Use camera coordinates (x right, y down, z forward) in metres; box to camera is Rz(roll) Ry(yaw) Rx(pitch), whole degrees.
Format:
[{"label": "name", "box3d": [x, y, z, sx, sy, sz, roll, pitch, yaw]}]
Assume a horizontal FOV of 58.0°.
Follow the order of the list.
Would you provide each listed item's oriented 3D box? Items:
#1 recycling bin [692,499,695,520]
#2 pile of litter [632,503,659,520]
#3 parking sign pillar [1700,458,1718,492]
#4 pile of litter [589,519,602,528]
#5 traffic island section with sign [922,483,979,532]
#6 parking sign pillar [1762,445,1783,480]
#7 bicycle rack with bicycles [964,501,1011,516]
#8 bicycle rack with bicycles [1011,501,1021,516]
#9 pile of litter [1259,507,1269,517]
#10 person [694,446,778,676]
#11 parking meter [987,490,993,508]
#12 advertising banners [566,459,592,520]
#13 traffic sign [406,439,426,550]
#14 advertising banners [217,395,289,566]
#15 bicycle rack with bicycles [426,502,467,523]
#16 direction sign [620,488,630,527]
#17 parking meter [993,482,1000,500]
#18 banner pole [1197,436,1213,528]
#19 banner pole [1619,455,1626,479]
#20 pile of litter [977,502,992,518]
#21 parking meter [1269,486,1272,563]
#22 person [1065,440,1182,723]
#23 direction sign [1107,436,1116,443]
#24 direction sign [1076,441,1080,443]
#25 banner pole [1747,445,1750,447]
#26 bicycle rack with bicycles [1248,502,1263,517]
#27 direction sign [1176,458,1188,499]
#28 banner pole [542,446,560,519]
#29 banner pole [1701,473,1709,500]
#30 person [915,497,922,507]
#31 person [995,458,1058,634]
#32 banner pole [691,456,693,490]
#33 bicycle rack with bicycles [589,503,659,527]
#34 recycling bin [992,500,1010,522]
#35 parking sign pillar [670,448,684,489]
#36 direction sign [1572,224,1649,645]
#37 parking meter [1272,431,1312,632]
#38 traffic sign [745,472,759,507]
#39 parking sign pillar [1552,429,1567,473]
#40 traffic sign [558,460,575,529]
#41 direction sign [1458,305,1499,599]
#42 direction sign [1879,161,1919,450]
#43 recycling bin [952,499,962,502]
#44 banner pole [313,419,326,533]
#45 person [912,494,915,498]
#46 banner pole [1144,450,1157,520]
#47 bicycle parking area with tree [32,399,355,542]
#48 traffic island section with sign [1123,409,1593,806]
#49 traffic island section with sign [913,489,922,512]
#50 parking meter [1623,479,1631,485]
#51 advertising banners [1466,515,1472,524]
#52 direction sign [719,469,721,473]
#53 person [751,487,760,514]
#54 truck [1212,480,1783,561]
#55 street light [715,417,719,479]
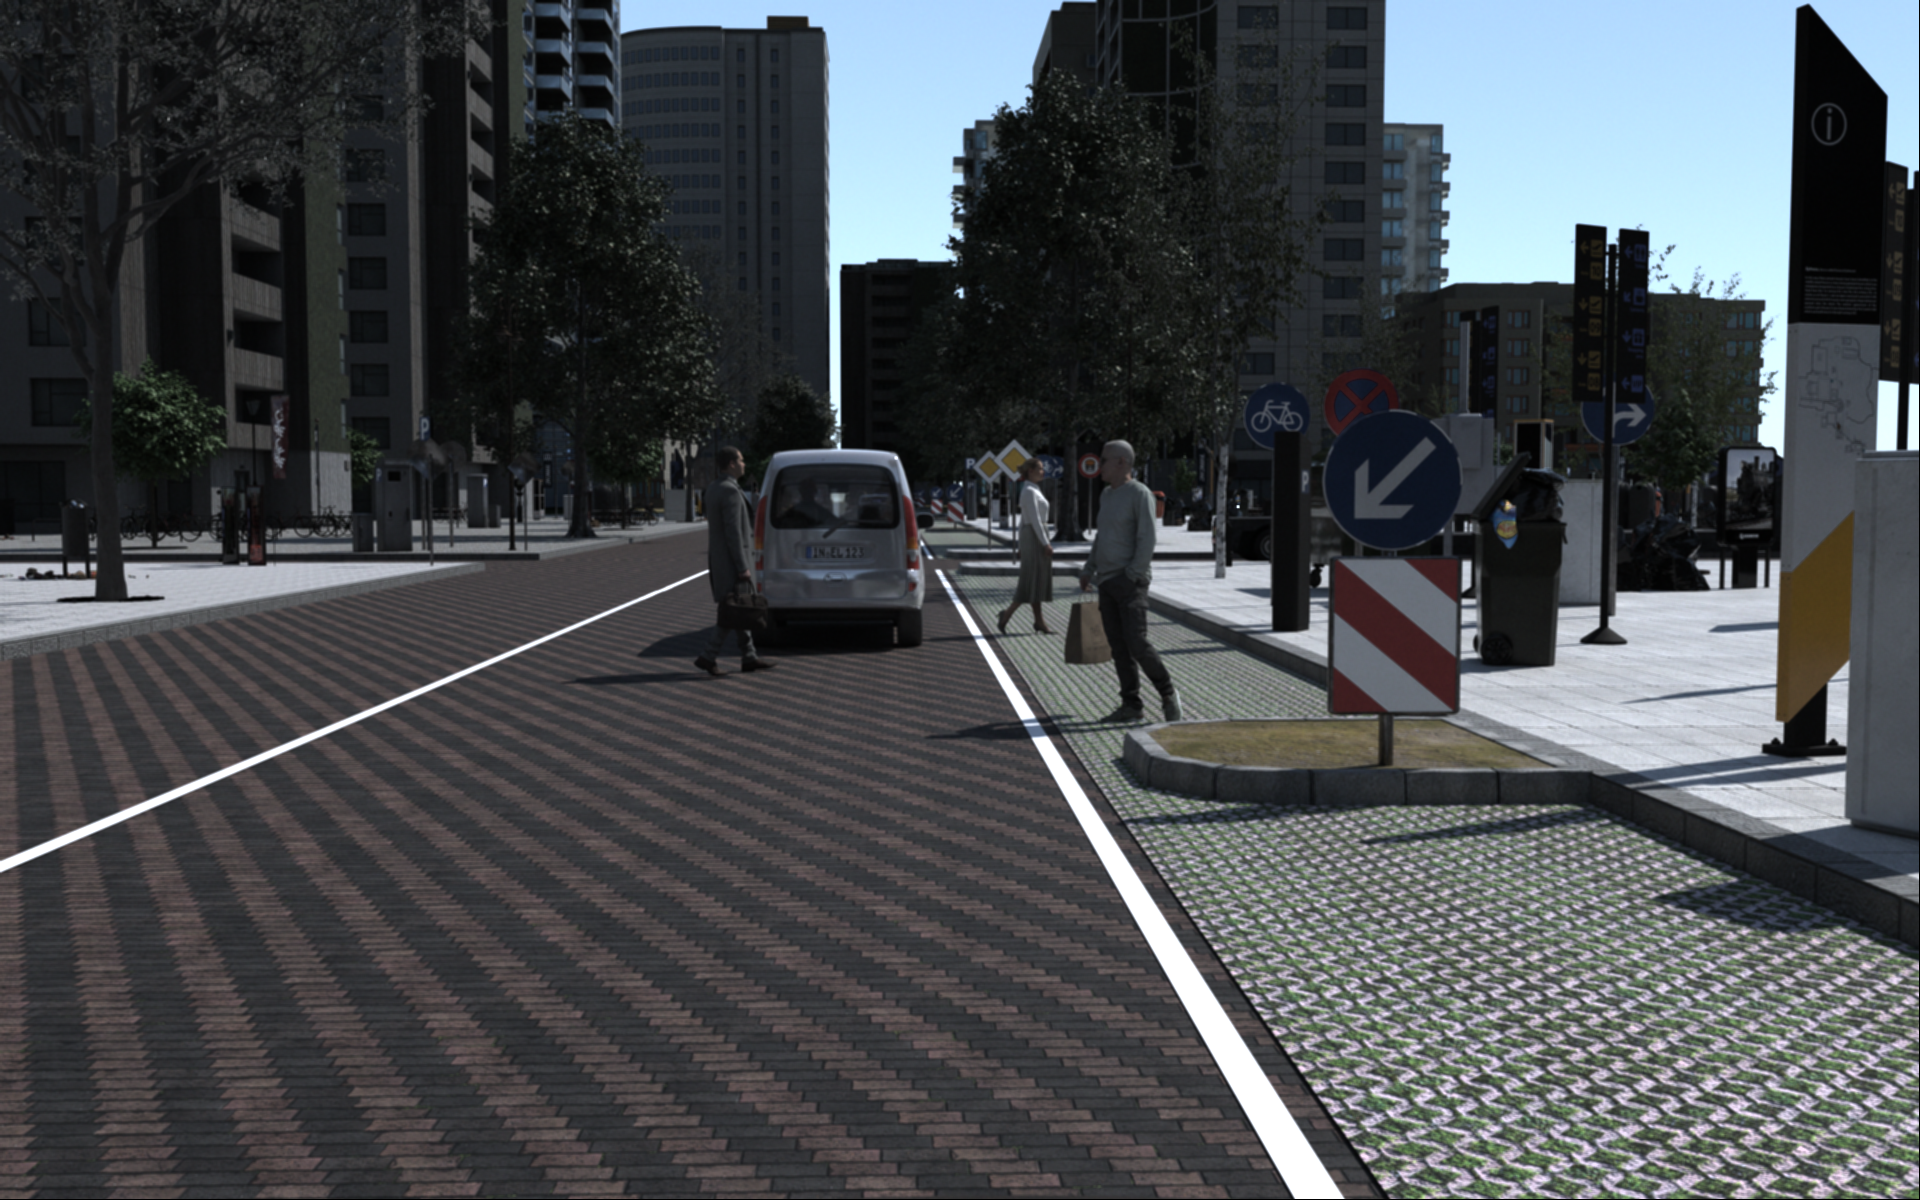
[{"label": "recycling bin", "box3d": [-13.811, -4.571, 87.282, 0.722, 1.027, 0.722, -2, 4, -29]}, {"label": "pile of litter", "box3d": [-15.402, -4.336, 84.852, 1.176, 0.858, 1.719, -2, 4, -30]}, {"label": "parking sign pillar", "box3d": [42.884, -6.736, 98.613, 1.447, 3.967, 1.447, -3, 4, -37]}, {"label": "pile of litter", "box3d": [-14.278, -3.224, 66.675, 1.176, 0.858, 1.719, 1, 4, 23]}, {"label": "traffic island section with sign", "box3d": [-0.307, -3.454, 65.098, 1.989, 1.847, 2.006, 0, 4, -2]}, {"label": "parking sign pillar", "box3d": [44.515, -6.497, 94.700, 1.447, 3.967, 1.447, 1, 4, 16]}, {"label": "bicycle rack with bicycles", "box3d": [1.191, -5.605, 105.022, 2.925, 0.926, 2.852, -1, 4, -10]}, {"label": "bicycle rack with bicycles", "box3d": [5.076, -5.906, 109.937, 2.852, 0.926, 2.925, 1, 4, 14]}, {"label": "pile of litter", "box3d": [13.916, -3.847, 76.860, 1.719, 0.858, 1.176, 1, 4, 11]}, {"label": "person", "box3d": [-1.783, -0.317, 13.780, 0.767, 1.812, 0.694, -2, 4, -25]}, {"label": "parking meter", "box3d": [1.928, -6.247, 110.543, 0.372, 1.533, 0.369, 0, 3, 0]}, {"label": "advertising banners", "box3d": [-18.707, -5.551, 86.952, 2.074, 3.025, 0.090, 0, 4, -4]}, {"label": "traffic sign", "box3d": [-12.299, -2.420, 39.669, 0.768, 2.556, 0.104, 0, 4, 1]}, {"label": "advertising banners", "box3d": [-12.664, -2.134, 31.075, 2.074, 3.025, 0.090, 2, 4, 32]}, {"label": "bicycle rack with bicycles", "box3d": [-22.539, -3.956, 78.060, 2.852, 0.926, 2.925, 3, 5, 41]}, {"label": "direction sign", "box3d": [-12.954, -4.577, 66.835, 0.379, 3.537, 0.876, -2, 4, -26]}, {"label": "parking meter", "box3d": [1.770, -4.682, 82.270, 0.399, 1.863, 0.255, 1, 4, 23]}, {"label": "banner pole", "box3d": [9.247, -4.606, 65.320, 0.401, 3.779, 0.863, -3, 5, -41]}, {"label": "banner pole", "box3d": [37.385, -6.613, 98.146, 0.401, 3.779, 0.863, -2, 4, -28]}, {"label": "pile of litter", "box3d": [1.181, -4.808, 92.577, 1.719, 0.858, 1.176, 1, 4, 22]}, {"label": "parking meter", "box3d": [5.942, -1.453, 32.173, 0.372, 1.533, 0.369, 0, 3, 0]}, {"label": "person", "box3d": [1.015, -0.116, 10.880, 0.515, 1.767, 0.782, -2, 4, -29]}, {"label": "direction sign", "box3d": [5.185, -3.970, 56.900, 0.876, 3.537, 0.379, 3, 5, 43]}, {"label": "direction sign", "box3d": [4.612, -4.821, 70.822, 0.876, 3.537, 0.379, 3, 5, 40]}, {"label": "banner pole", "box3d": [40.616, -6.040, 88.767, 0.863, 3.779, 0.401, 0, 4, 3]}, {"label": "bicycle rack with bicycles", "box3d": [13.812, -4.074, 79.999, 2.925, 0.926, 2.852, -1, 4, -18]}, {"label": "direction sign", "box3d": [13.911, -7.131, 108.592, 0.876, 3.537, 0.379, -1, 4, -23]}, {"label": "banner pole", "box3d": [-21.089, -6.075, 89.348, 0.863, 3.779, 0.401, -1, 4, -18]}, {"label": "banner pole", "box3d": [32.980, -5.302, 76.703, 0.863, 3.779, 0.401, -3, 4, -38]}, {"label": "person", "box3d": [-4.453, -10.319, 177.941, 1.217, 1.743, 0.721, 0, 4, 0]}, {"label": "person", "box3d": [0.677, -0.540, 17.557, 0.641, 1.798, 0.478, 1, 4, 11]}, {"label": "banner pole", "box3d": [-17.330, -7.537, 113.243, 0.863, 3.779, 0.401, -3, 4, -36]}, {"label": "bicycle rack with bicycles", "box3d": [-13.510, -3.448, 69.756, 2.925, 0.926, 2.852, -2, 4, -35]}, {"label": "recycling bin", "box3d": [1.868, -4.082, 79.296, 0.722, 1.027, 0.722, 1, 4, 12]}, {"label": "parking sign pillar", "box3d": [-16.578, -6.921, 101.631, 1.447, 3.967, 1.447, -2, 4, -27]}, {"label": "direction sign", "box3d": [5.544, -1.395, 14.812, 0.876, 3.537, 0.379, -2, 4, -29]}, {"label": "parking meter", "box3d": [3.120, -0.646, 16.270, 0.255, 1.863, 0.399, 2, 4, 31]}, {"label": "traffic sign", "box3d": [-12.459, -6.337, 103.611, 0.884, 2.594, 0.081, 0, 4, 8]}, {"label": "parking sign pillar", "box3d": [24.591, -5.119, 72.163, 1.447, 3.967, 1.447, 3, 5, 45]}, {"label": "traffic sign", "box3d": [-13.138, -3.490, 58.239, 0.795, 2.450, 0.064, 0, 4, 4]}, {"label": "direction sign", "box3d": [6.347, -1.792, 21.290, 0.379, 3.537, 0.876, -1, 4, -13]}, {"label": "direction sign", "box3d": [6.622, -1.233, 12.165, 0.876, 3.537, 0.379, -3, 5, -41]}, {"label": "recycling bin", "box3d": [-0.041, -6.008, 110.789, 0.722, 1.027, 0.722, 3, 4, 39]}, {"label": "banner pole", "box3d": [-21.230, -4.110, 57.223, 0.401, 3.779, 0.863, -1, 4, -14]}, {"label": "person", "box3d": [-4.754, -10.210, 176.903, 0.415, 1.643, 0.593, 0, 4, -5]}, {"label": "banner pole", "box3d": [9.344, -5.860, 85.836, 0.863, 3.779, 0.401, 1, 4, 22]}, {"label": "bicycle parking area with tree", "box3d": [-21.661, -3.859, 50.101, 9.016, 4.147, 8.231, 1, 4, 21]}, {"label": "traffic island section with sign", "box3d": [1.886, -0.015, 8.867, 1.989, 1.847, 2.006, 0, 4, -2]}, {"label": "traffic island section with sign", "box3d": [-1.378, -5.123, 92.384, 1.989, 1.847, 2.006, 0, 4, -2]}, {"label": "parking meter", "box3d": [25.769, -3.745, 66.939, 0.255, 1.863, 0.399, 2, 4, 26]}, {"label": "advertising banners", "box3d": [22.358, -4.846, 75.425, 2.074, 3.025, 0.090, -3, 5, -41]}, {"label": "direction sign", "box3d": [-13.190, -6.339, 95.634, 0.379, 3.537, 0.876, -1, 4, -18]}, {"label": "person", "box3d": [-9.980, -4.711, 85.891, 0.716, 1.782, 0.532, 2, 4, 33]}, {"label": "truck", "box3d": [14.735, -2.799, 35.525, 18.799, 4.110, 2.967, 0, 4, 0]}, {"label": "street light", "box3d": [-12.156, -6.949, 86.407, 0.468, 5.910, 1.993, 0, 4, -2]}]
